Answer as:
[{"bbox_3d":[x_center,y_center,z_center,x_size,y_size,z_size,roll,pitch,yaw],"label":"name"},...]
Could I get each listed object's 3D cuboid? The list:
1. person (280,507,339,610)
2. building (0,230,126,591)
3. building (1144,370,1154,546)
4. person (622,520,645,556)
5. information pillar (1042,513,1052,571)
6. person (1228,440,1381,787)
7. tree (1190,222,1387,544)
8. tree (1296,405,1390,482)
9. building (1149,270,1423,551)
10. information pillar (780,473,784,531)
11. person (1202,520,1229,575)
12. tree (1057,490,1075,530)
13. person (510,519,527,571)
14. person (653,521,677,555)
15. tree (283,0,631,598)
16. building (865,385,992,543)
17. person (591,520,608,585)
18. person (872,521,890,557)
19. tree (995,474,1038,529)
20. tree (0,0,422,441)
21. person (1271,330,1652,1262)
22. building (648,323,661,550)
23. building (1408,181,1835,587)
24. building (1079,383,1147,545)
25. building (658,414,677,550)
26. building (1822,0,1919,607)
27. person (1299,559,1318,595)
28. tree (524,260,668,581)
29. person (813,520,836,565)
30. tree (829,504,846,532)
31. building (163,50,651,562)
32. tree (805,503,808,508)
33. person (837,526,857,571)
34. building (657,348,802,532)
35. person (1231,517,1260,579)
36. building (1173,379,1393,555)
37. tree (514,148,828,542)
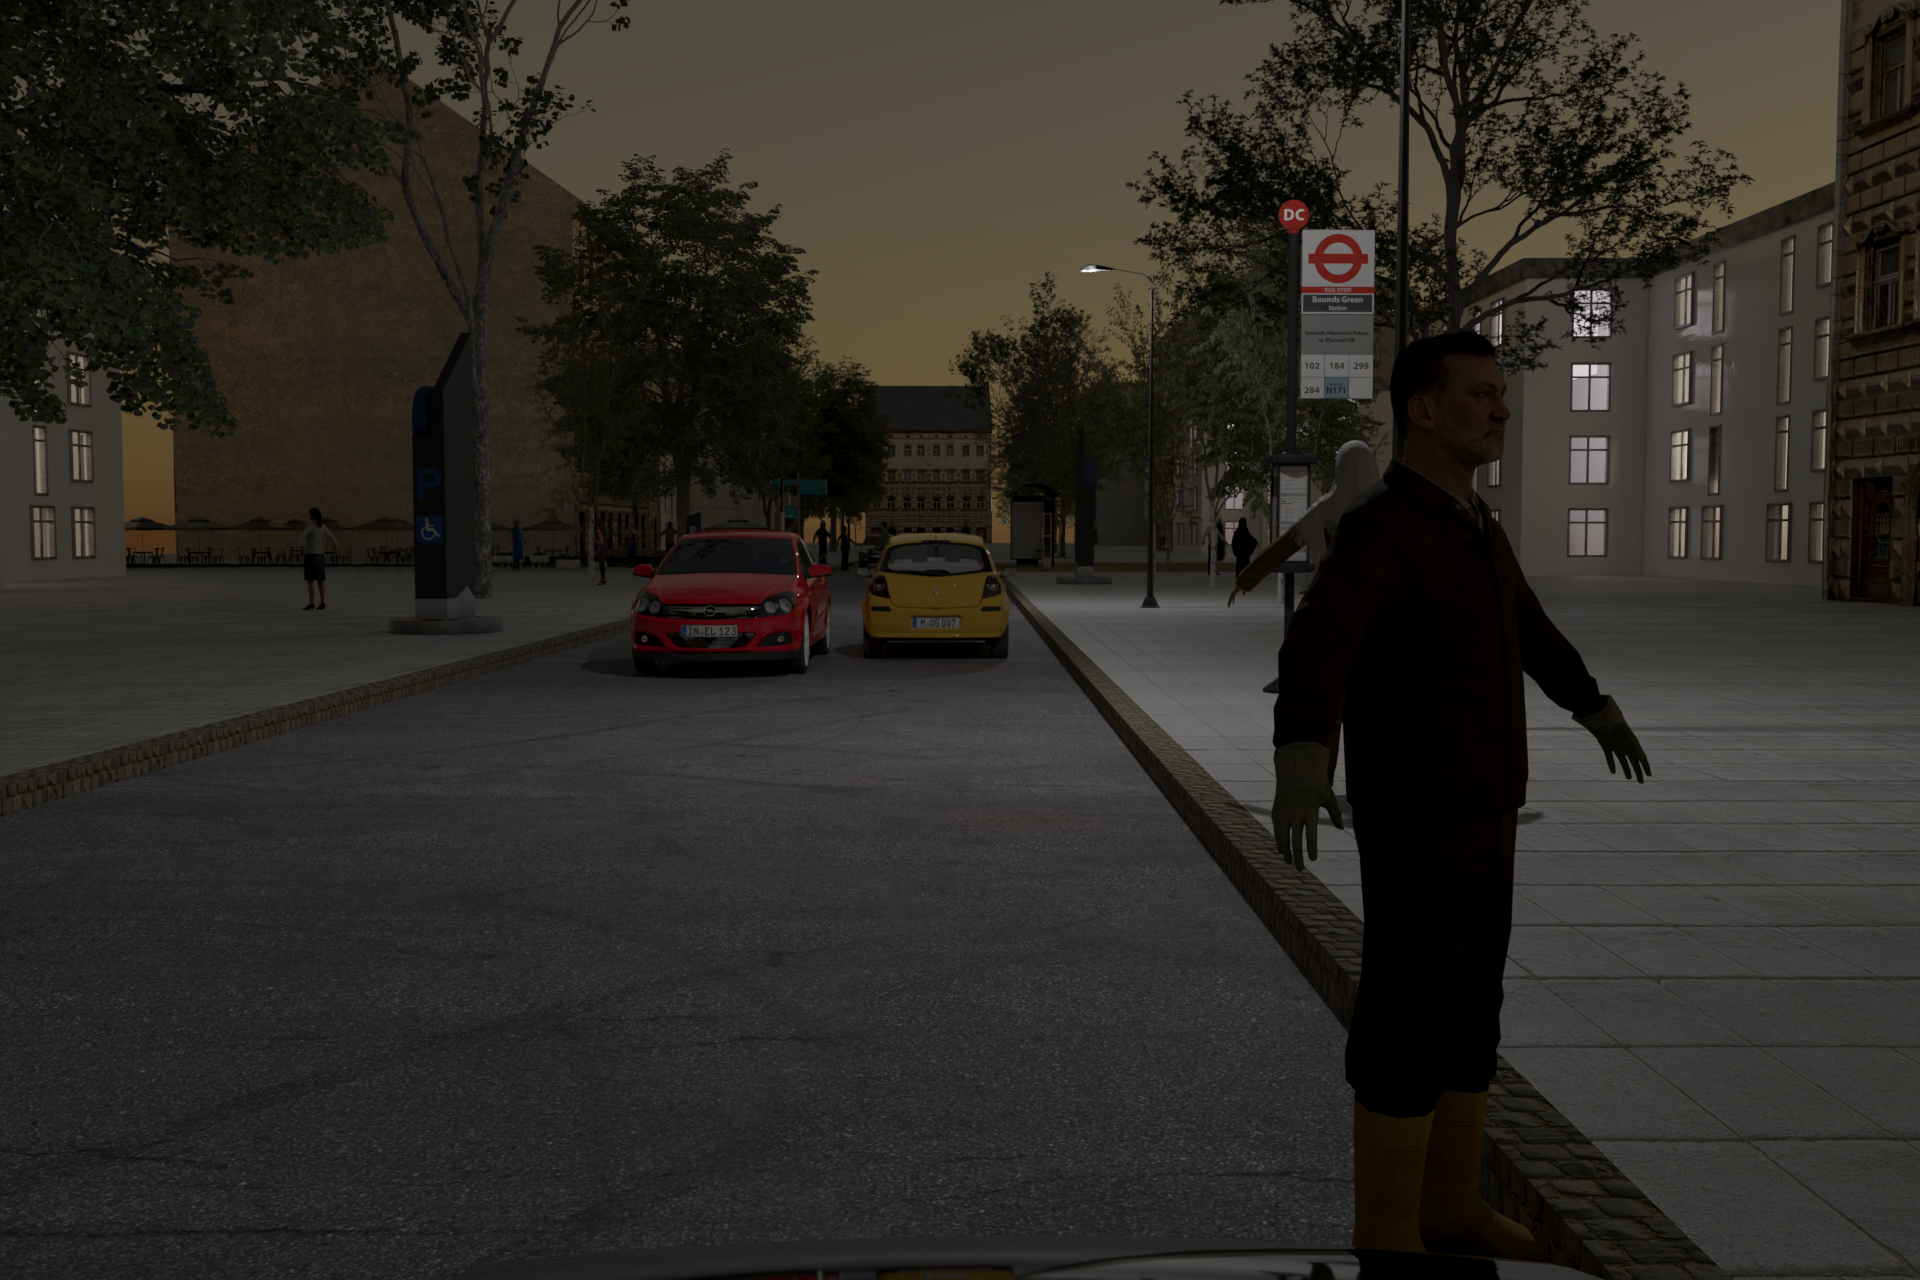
[{"bbox_3d":[-10.983,-1.376,29.330,0.721,1.735,1.217,2,4,27],"label":"person"},{"bbox_3d":[-26.169,-5.933,39.160,9.099,9.664,28.070,0,4,-1],"label":"building"},{"bbox_3d":[25.569,-20.413,190.177,16.016,20.090,11.380,0,4,1],"label":"building"},{"bbox_3d":[-13.114,-3.884,69.368,0.705,1.847,1.347,2,4,29],"label":"person"},{"bbox_3d":[3.063,-3.456,60.998,0.304,2.012,0.304,0,4,-2],"label":"information pillar"},{"bbox_3d":[1.937,-0.109,8.557,1.217,1.736,0.721,1,4,11],"label":"person"},{"bbox_3d":[11.282,-8.689,60.199,7.486,12.596,7.792,0,3,0],"label":"tree"},{"bbox_3d":[16.200,-7.612,74.815,4.737,8.622,4.395,0,3,0],"label":"tree"},{"bbox_3d":[25.199,-18.514,133.634,19.493,23.208,18.063,0,4,0],"label":"building"},{"bbox_3d":[-6.757,-4.563,65.967,0.183,3.616,0.504,0,4,1],"label":"information pillar"},{"bbox_3d":[7.953,-2.945,54.301,0.704,1.810,1.344,3,5,44],"label":"person"},{"bbox_3d":[17.139,-20.350,250.849,7.486,12.596,7.792,0,3,0],"label":"tree"},{"bbox_3d":[-15.331,-3.296,60.018,0.704,1.817,1.347,0,4,5],"label":"person"},{"bbox_3d":[-11.588,-3.861,69.261,1.348,1.813,0.705,-1,4,-16],"label":"person"},{"bbox_3d":[-11.023,-10.923,34.487,12.611,20.169,13.585,0,3,0],"label":"tree"},{"bbox_3d":[-4.729,-25.783,254.937,18.063,23.208,19.493,0,4,-2],"label":"building"},{"bbox_3d":[-9.040,-2.195,43.398,0.415,1.643,0.593,-3,4,-38],"label":"person"},{"bbox_3d":[-2.173,-2.451,48.805,0.705,1.796,1.348,1,4,14],"label":"person"},{"bbox_3d":[8.901,-20.651,255.773,7.486,12.596,7.792,0,3,0],"label":"tree"},{"bbox_3d":[-9.461,-6.675,15.795,9.857,13.997,8.962,0,3,0],"label":"tree"},{"bbox_3d":[0.938,0.324,3.301,0.704,1.812,1.346,3,5,44],"label":"person"},{"bbox_3d":[-29.478,-16.932,107.769,19.493,23.208,18.063,0,4,-1],"label":"building"},{"bbox_3d":[21.626,-6.774,52.901,9.099,9.664,28.070,0,4,0],"label":"building"},{"bbox_3d":[23.910,-21.046,210.556,16.747,18.905,31.486,0,3,0],"label":"building"},{"bbox_3d":[-25.159,-11.663,132.834,9.099,9.664,28.070,0,4,-1],"label":"building"},{"bbox_3d":[26.083,-11.811,24.038,19.493,23.208,18.063,0,4,0],"label":"building"},{"bbox_3d":[7.384,-1.875,36.807,0.704,1.811,1.347,0,4,5],"label":"person"},{"bbox_3d":[-10.059,-5.894,46.735,4.360,8.622,3.978,0,3,0],"label":"tree"},{"bbox_3d":[-5.680,-4.050,71.998,0.705,1.856,1.354,3,5,40],"label":"person"},{"bbox_3d":[-16.802,-18.490,252.672,4.360,8.622,3.978,0,3,0],"label":"tree"},{"bbox_3d":[-26.804,-15.731,88.129,19.493,23.208,18.063,0,4,0],"label":"building"},{"bbox_3d":[-25.744,-21.118,251.941,9.857,13.997,8.962,0,3,0],"label":"tree"},{"bbox_3d":[-4.353,-3.505,66.493,0.721,1.740,1.216,2,4,35],"label":"person"},{"bbox_3d":[-26.233,-19.232,180.892,16.747,18.905,31.486,0,4,0],"label":"building"},{"bbox_3d":[7.698,-2.441,46.704,0.721,1.737,1.214,-2,4,-26],"label":"person"},{"bbox_3d":[19.494,-10.140,107.939,9.099,9.664,28.070,0,4,0],"label":"building"},{"bbox_3d":[-9.210,-9.174,56.648,9.857,13.997,8.962,0,3,0],"label":"tree"}]
